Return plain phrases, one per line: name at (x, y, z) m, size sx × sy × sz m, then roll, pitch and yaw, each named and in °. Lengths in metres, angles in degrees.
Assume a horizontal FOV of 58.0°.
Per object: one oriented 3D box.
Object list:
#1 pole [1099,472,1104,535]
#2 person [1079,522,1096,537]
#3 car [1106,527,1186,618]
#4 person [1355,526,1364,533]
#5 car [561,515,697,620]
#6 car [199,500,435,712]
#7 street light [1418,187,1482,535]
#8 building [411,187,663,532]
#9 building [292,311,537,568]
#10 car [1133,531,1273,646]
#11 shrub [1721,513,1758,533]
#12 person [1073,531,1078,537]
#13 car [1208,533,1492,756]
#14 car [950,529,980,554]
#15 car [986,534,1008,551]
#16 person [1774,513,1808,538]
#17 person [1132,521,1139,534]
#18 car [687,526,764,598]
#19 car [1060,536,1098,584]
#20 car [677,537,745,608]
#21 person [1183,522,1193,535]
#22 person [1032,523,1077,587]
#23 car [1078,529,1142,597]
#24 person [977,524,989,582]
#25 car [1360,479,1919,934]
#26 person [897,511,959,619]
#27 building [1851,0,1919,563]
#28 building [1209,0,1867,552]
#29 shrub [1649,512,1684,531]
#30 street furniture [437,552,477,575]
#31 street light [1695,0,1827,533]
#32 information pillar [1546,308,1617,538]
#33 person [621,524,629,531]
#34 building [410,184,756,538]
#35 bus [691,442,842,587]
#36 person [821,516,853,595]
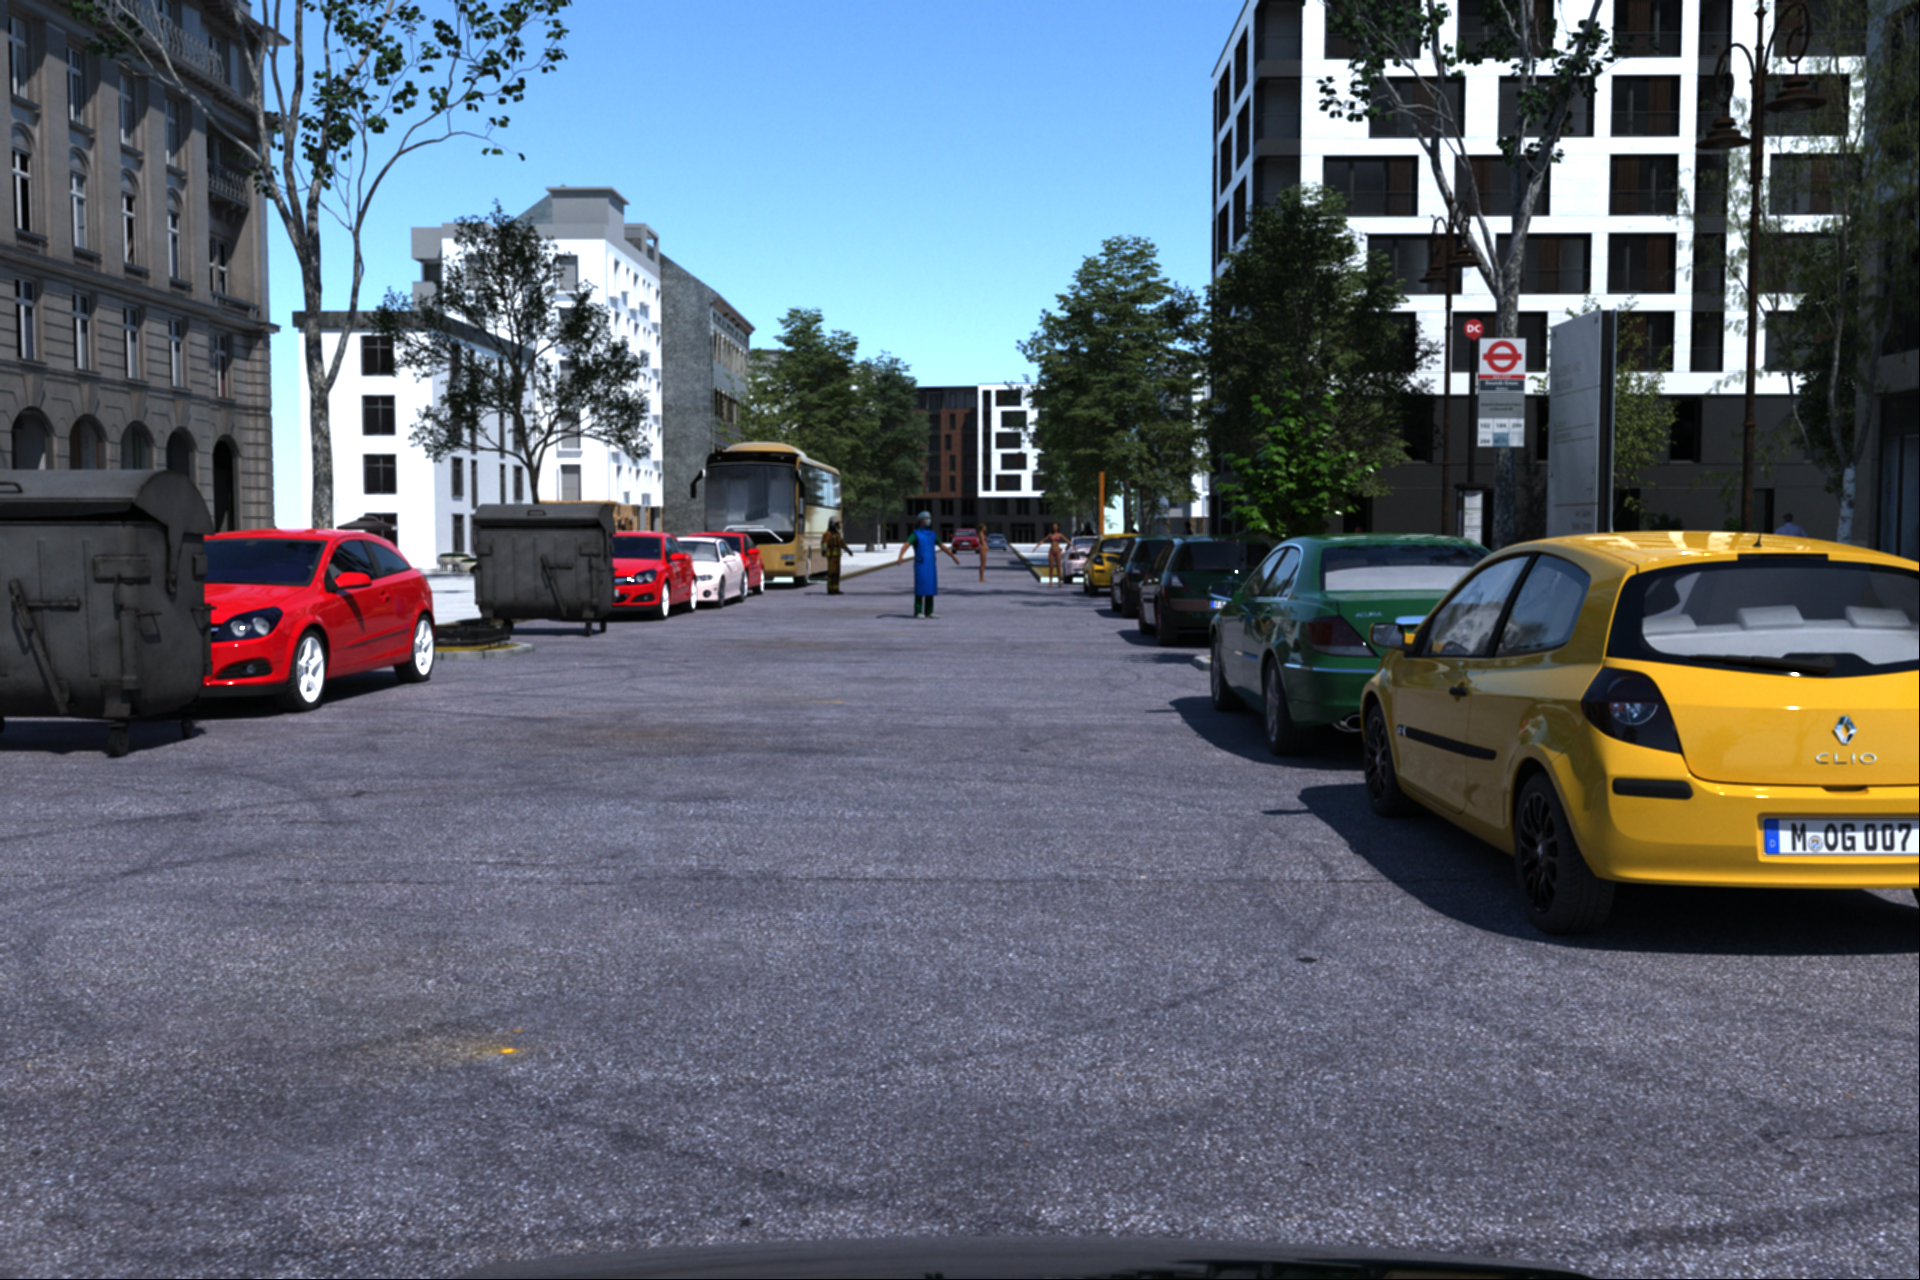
pole at (4.652, -3.856, 56.894) m, size 0.158 × 3.312 × 0.155 m, roll 0°, pitch 3°, yaw 0°
person at (5.948, -4.557, 80.281) m, size 1.354 × 1.856 × 0.705 m, roll 3°, pitch 5°, yaw 42°
car at (3.638, -1.287, 30.825) m, size 2.009 × 1.686 × 4.222 m, roll 0°, pitch 4°, yaw 1°
person at (7.845, -1.536, 34.326) m, size 0.599 × 1.438 × 0.989 m, roll -1°, pitch 4°, yaw -13°
car at (-5.754, -1.290, 30.130) m, size 2.155 × 1.783 × 4.494 m, roll 0°, pitch 4°, yaw 1°
car at (-6.089, -0.382, 15.291) m, size 2.155 × 1.783 × 4.494 m, roll 0°, pitch 4°, yaw 1°
street light at (6.618, -3.104, 23.540) m, size 0.468 × 5.910 × 1.993 m, roll 0°, pitch 4°, yaw 1°
building at (-23.902, -14.642, 95.811) m, size 16.016 × 20.090 × 11.380 m, roll 0°, pitch 4°, yaw 1°
building at (-23.921, -8.391, 79.344) m, size 9.099 × 9.664 × 28.070 m, roll 0°, pitch 4°, yaw 1°
car at (3.397, -0.838, 23.486) m, size 2.009 × 1.686 × 4.222 m, roll 0°, pitch 4°, yaw 1°
shrub at (27.585, -3.504, 61.711) m, size 1.690 × 2.028 × 1.600 m, roll 0°, pitch 3°, yaw 0°
person at (5.960, -4.821, 88.083) m, size 0.599 × 1.433 × 0.991 m, roll -1°, pitch 4°, yaw -17°
car at (2.946, -0.049, 12.598) m, size 2.131 × 1.459 × 4.920 m, roll 0°, pitch 4°, yaw 1°
car at (0.427, -7.196, 126.319) m, size 2.281 × 1.827 × 5.304 m, roll 0°, pitch 4°, yaw 1°
car at (3.049, -8.215, 146.314) m, size 2.014 × 1.417 × 4.499 m, roll 0°, pitch 4°, yaw 1°
person at (17.114, -1.758, 35.733) m, size 0.756 × 1.711 × 0.436 m, roll 2°, pitch 4°, yaw 31°
person at (7.413, -4.208, 74.728) m, size 1.347 × 1.837 × 0.705 m, roll 2°, pitch 4°, yaw 31°
car at (-5.586, -1.866, 39.553) m, size 2.155 × 1.783 × 4.494 m, roll 0°, pitch 4°, yaw 1°
car at (3.914, -2.384, 51.342) m, size 2.083 × 1.381 × 4.827 m, roll 0°, pitch 4°, yaw 0°
car at (-5.469, -1.378, 34.885) m, size 2.083 × 1.381 × 4.827 m, roll 0°, pitch 4°, yaw 1°
person at (10.189, -4.387, 77.867) m, size 0.704 × 1.843 × 1.345 m, roll -1°, pitch 4°, yaw -23°
person at (2.564, -2.300, 46.863) m, size 1.217 × 1.733 × 0.721 m, roll 1°, pitch 4°, yaw 10°
car at (3.833, -1.890, 41.124) m, size 2.015 × 1.641 × 3.980 m, roll 0°, pitch 4°, yaw 1°
person at (0.762, -2.624, 52.166) m, size 0.721 × 1.733 × 1.217 m, roll 0°, pitch 4°, yaw -4°
car at (2.934, 0.160, 7.615) m, size 2.015 × 1.641 × 3.980 m, roll 0°, pitch 4°, yaw 1°
person at (-0.579, -1.272, 29.373) m, size 1.347 × 1.817 × 0.704 m, roll -3°, pitch 5°, yaw -42°
building at (27.654, -13.123, 17.771) m, size 19.351 × 26.588 × 34.151 m, roll 0°, pitch 4°, yaw 1°
building at (25.179, -14.407, 79.531) m, size 27.936 × 21.610 × 32.646 m, roll 0°, pitch 4°, yaw 1°
shrub at (23.084, -3.195, 56.665) m, size 1.690 × 2.028 × 1.600 m, roll 0°, pitch 3°, yaw 0°
street furniture at (-13.712, -2.533, 57.044) m, size 5.734 × 0.657 × 10.072 m, roll -2°, pitch 4°, yaw -31°
street light at (6.893, -2.587, 15.081) m, size 0.468 × 5.910 × 1.993 m, roll 0°, pitch 4°, yaw 1°
information pillar at (6.756, -1.688, 18.915) m, size 0.184 × 3.620 × 1.656 m, roll 0°, pitch 4°, yaw 1°
person at (-17.354, -5.099, 89.499) m, size 1.348 × 1.813 × 0.705 m, roll 1°, pitch 4°, yaw 15°
building at (-24.815, -17.580, 118.365) m, size 19.493 × 23.208 × 18.063 m, roll 0°, pitch 4°, yaw 1°
bus at (-5.223, -3.566, 49.847) m, size 2.896 × 3.916 × 12.252 m, roll 0°, pitch 4°, yaw 1°
person at (-2.946, -1.992, 40.793) m, size 0.705 × 1.858 × 1.354 m, roll 2°, pitch 4°, yaw 26°
